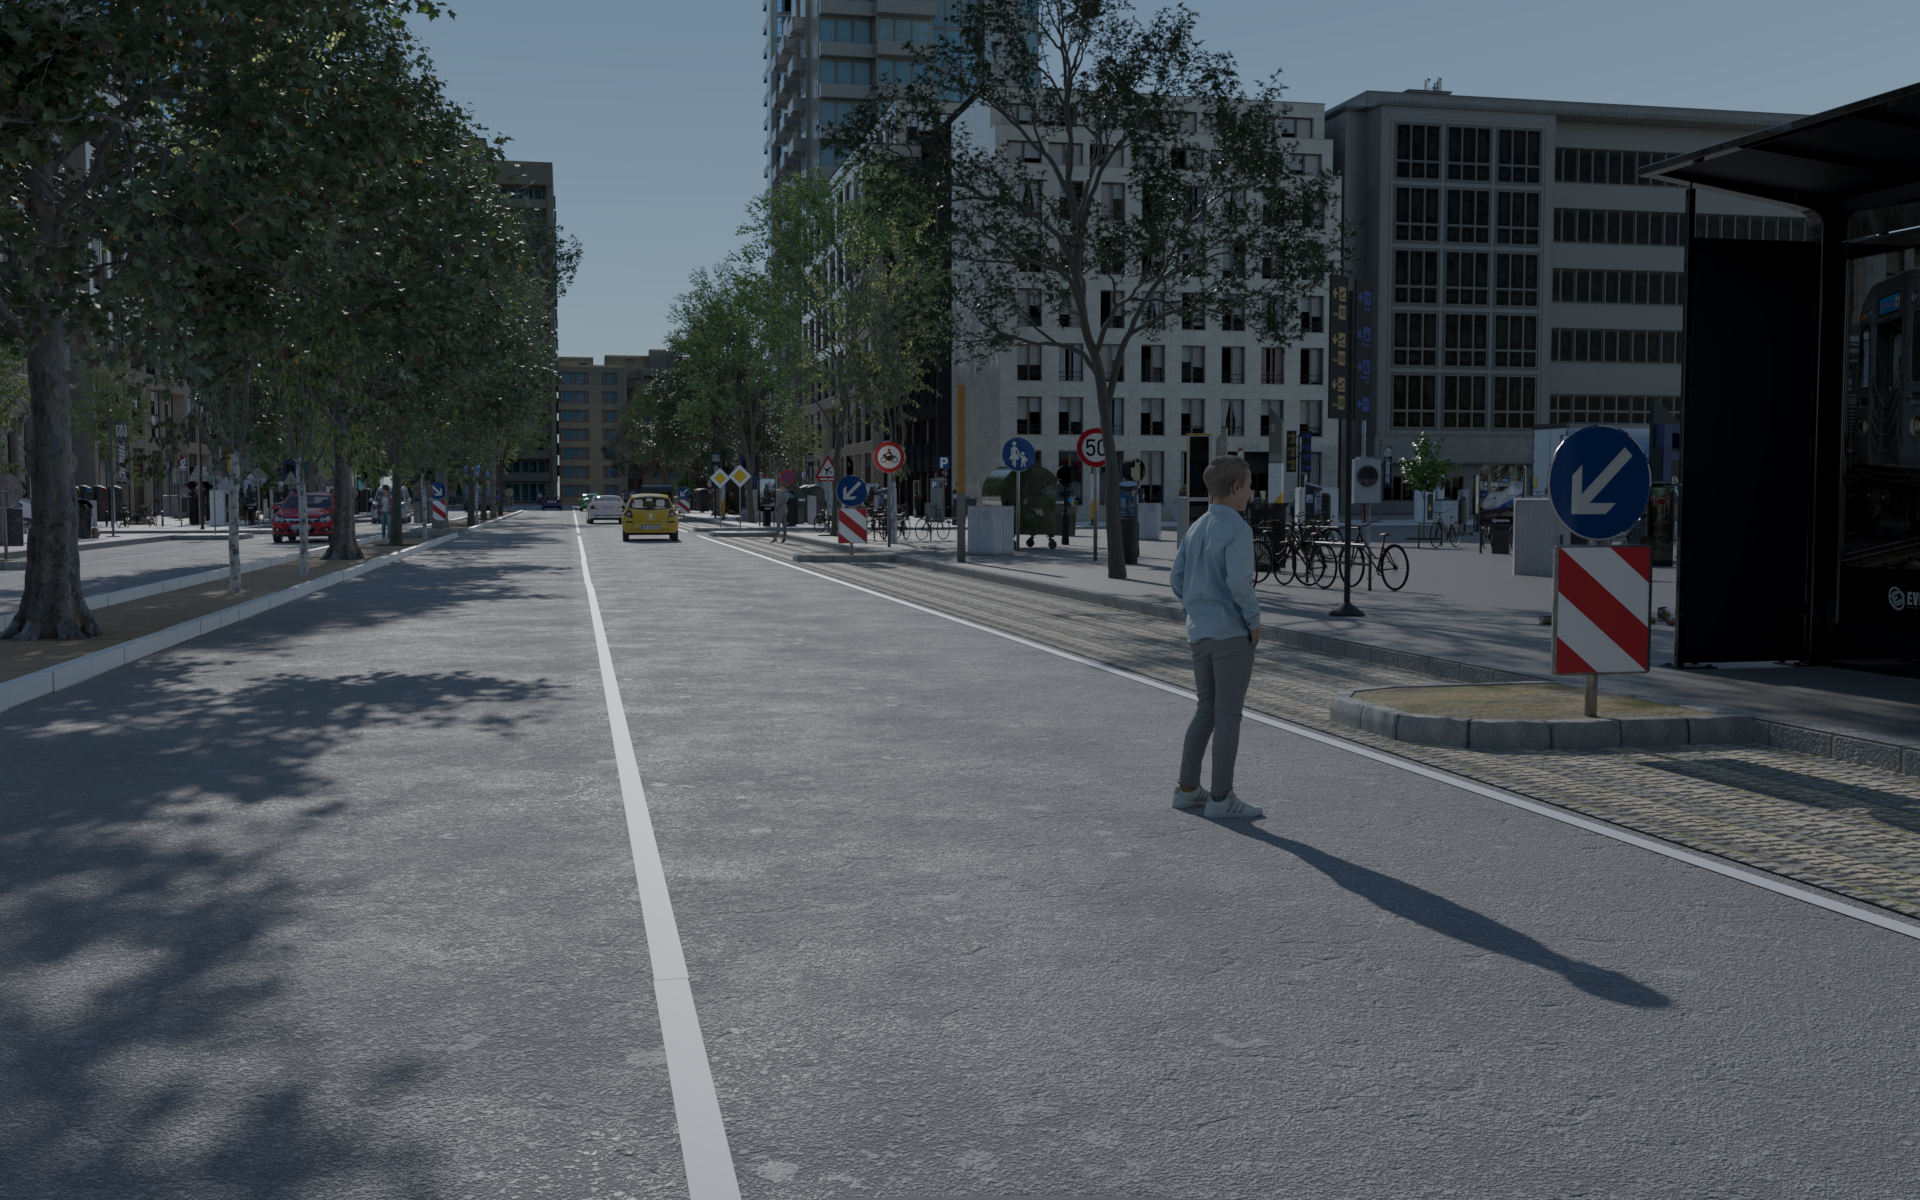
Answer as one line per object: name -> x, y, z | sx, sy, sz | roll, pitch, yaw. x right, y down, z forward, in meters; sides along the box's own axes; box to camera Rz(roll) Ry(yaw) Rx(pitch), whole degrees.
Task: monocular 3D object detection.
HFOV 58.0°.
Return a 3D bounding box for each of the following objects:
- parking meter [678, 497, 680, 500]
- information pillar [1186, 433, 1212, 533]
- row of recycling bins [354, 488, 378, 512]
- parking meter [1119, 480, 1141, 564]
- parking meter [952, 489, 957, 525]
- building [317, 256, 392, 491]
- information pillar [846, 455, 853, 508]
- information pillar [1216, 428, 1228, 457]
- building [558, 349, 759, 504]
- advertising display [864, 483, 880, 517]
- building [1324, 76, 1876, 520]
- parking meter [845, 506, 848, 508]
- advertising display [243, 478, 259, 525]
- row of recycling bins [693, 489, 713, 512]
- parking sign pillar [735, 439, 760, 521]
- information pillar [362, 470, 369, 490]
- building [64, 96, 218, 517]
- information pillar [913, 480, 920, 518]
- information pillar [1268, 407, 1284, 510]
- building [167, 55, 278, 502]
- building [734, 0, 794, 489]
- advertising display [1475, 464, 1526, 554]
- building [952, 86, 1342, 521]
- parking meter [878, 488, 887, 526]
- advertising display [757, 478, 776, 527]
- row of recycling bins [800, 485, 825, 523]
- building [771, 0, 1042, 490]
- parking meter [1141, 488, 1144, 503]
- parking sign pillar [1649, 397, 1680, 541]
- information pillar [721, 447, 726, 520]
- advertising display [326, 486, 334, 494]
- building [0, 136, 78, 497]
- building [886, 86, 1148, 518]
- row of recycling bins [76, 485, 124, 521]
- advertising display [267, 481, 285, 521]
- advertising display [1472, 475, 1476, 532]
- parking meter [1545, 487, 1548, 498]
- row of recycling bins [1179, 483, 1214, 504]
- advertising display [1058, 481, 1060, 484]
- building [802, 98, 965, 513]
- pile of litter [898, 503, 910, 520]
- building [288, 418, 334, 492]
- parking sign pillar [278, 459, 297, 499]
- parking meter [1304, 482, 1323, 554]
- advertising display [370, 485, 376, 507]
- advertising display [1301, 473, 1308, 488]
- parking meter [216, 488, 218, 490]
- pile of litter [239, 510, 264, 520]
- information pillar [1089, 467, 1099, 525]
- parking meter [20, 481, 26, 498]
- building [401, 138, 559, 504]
parking meter -> -21.343, -7.562, 132.045 | 0.372, 1.533, 0.369 | 0, 3, 0
information pillar -> 2.922, -1.020, 21.174 | 0.304, 2.012, 0.304 | 1, 4, 9
row of recycling bins -> -42.501, -7.095, 123.111 | 3.534, 1.692, 1.069 | 1, 4, 13
parking meter -> 3.081, -1.430, 31.793 | 0.372, 1.533, 0.369 | 0, 3, 0
parking meter -> -0.150, -3.827, 70.990 | 0.372, 1.533, 0.369 | 0, 3, 0
building -> -92.810, -37.528, 233.186 | 30.456, 49.044, 23.786 | -1, 4, -13
information pillar -> -6.627, -6.899, 104.155 | 0.504, 3.616, 0.183 | -3, 5, -40
information pillar -> 9.289, -4.289, 61.472 | 0.183, 3.616, 0.504 | -3, 5, -43
building -> -42.441, -24.614, 247.480 | 28.899, 21.520, 27.650 | -1, 4, -13
advertising display -> -4.982, -5.683, 98.132 | 0.974, 1.923, 0.123 | -2, 4, -31
building -> 32.144, -16.783, 93.469 | 30.058, 24.678, 14.314 | -1, 4, -13
parking meter -> -5.926, -4.933, 89.059 | 0.372, 1.533, 0.369 | 0, 3, 0
advertising display -> -29.121, -4.033, 71.151 | 0.974, 1.923, 0.123 | 2, 4, 35
row of recycling bins -> -19.436, -7.536, 130.324 | 1.069, 1.692, 3.534 | -1, 4, -15
parking sign pillar -> -10.181, -5.836, 83.898 | 1.447, 3.967, 1.447 | -2, 4, -34
information pillar -> -45.601, -8.658, 132.917 | 0.504, 3.616, 0.183 | 0, 4, -3
building -> -58.298, -18.339, 104.360 | 19.350, 26.468, 34.151 | -1, 4, -13
information pillar -> -2.331, -5.445, 93.510 | 0.304, 2.012, 0.304 | 1, 4, 14
information pillar -> 8.494, -3.379, 46.606 | 0.183, 3.616, 0.504 | -3, 4, -37
building -> -69.016, -50.866, 144.336 | 22.319, 86.520, 31.000 | -1, 4, -13
building -> -13.135, -53.756, 191.586 | 22.319, 86.520, 31.000 | -1, 4, -13
advertising display -> 11.609, -1.952, 37.127 | 0.974, 1.923, 0.123 | 2, 4, 32
building -> 8.920, -14.169, 86.407 | 16.860, 20.320, 10.420 | -1, 4, -13
parking meter -> -3.147, -3.799, 70.530 | 0.372, 1.533, 0.369 | 0, 3, 0
advertising display -> -7.662, -3.881, 68.662 | 0.123, 1.923, 0.974 | 3, 4, 36
row of recycling bins -> -6.790, -4.348, 78.211 | 1.069, 1.692, 3.534 | -1, 4, -13
building -> -5.600, -33.216, 162.696 | 23.786, 49.044, 30.456 | -1, 4, -13
parking meter -> 7.265, -3.771, 70.073 | 0.372, 1.533, 0.369 | 0, 3, 0
parking sign pillar -> 19.827, -3.658, 48.286 | 1.447, 3.967, 1.447 | -2, 4, -26
information pillar -> -11.802, -5.810, 86.354 | 0.183, 3.616, 0.504 | 0, 4, 6
advertising display -> -48.300, -7.833, 133.281 | 0.974, 1.923, 0.123 | 0, 4, -3
building -> -48.210, -15.252, 78.248 | 11.050, 23.489, 19.941 | -1, 4, -13
building -> 3.053, -16.703, 102.764 | 12.332, 23.373, 15.834 | -1, 4, -13
row of recycling bins -> -40.641, -4.520, 81.014 | 1.069, 1.692, 3.534 | 1, 4, 15
advertising display -> -32.727, -4.751, 82.889 | 0.123, 1.923, 0.974 | 2, 4, 25
advertising display -> 17.617, -3.271, 58.700 | 0.123, 1.923, 0.974 | 3, 5, 39
parking meter -> 15.214, -2.209, 44.534 | 0.372, 1.533, 0.369 | 0, 3, 0
row of recycling bins -> 8.092, -3.089, 57.617 | 1.069, 1.692, 3.534 | 0, 4, -6
advertising display -> 4.473, -4.267, 74.986 | 0.123, 1.923, 0.974 | -1, 4, -16
building -> 0.133, -19.759, 127.582 | 19.350, 26.468, 34.151 | -1, 4, -13
pile of litter -> -3.034, -4.463, 86.938 | 1.176, 0.858, 1.719 | 1, 4, 12
building -> -80.140, -20.455, 179.472 | 28.899, 21.520, 27.650 | -1, 4, -13
parking sign pillar -> -38.259, -6.759, 98.973 | 1.447, 3.967, 1.447 | -2, 4, -32
parking meter -> 7.531, -1.743, 36.915 | 0.372, 1.533, 0.369 | 0, 3, 0
advertising display -> -40.179, -6.935, 118.607 | 0.123, 1.923, 0.974 | -3, 4, -36
advertising display -> 10.676, -2.969, 53.756 | 0.123, 1.923, 0.974 | 1, 4, 17
parking meter -> -31.676, -4.027, 74.257 | 0.372, 1.533, 0.369 | 0, 3, 0
pile of litter -> -35.013, -4.354, 85.157 | 1.176, 0.858, 1.719 | -2, 4, -30
information pillar -> 5.509, -4.868, 70.946 | 0.183, 3.616, 0.504 | -2, 4, -28
parking meter -> -41.372, -4.316, 76.284 | 0.399, 1.863, 0.255 | 1, 4, 18
building -> -66.367, -37.570, 237.976 | 21.600, 48.544, 21.300 | -1, 4, -13
